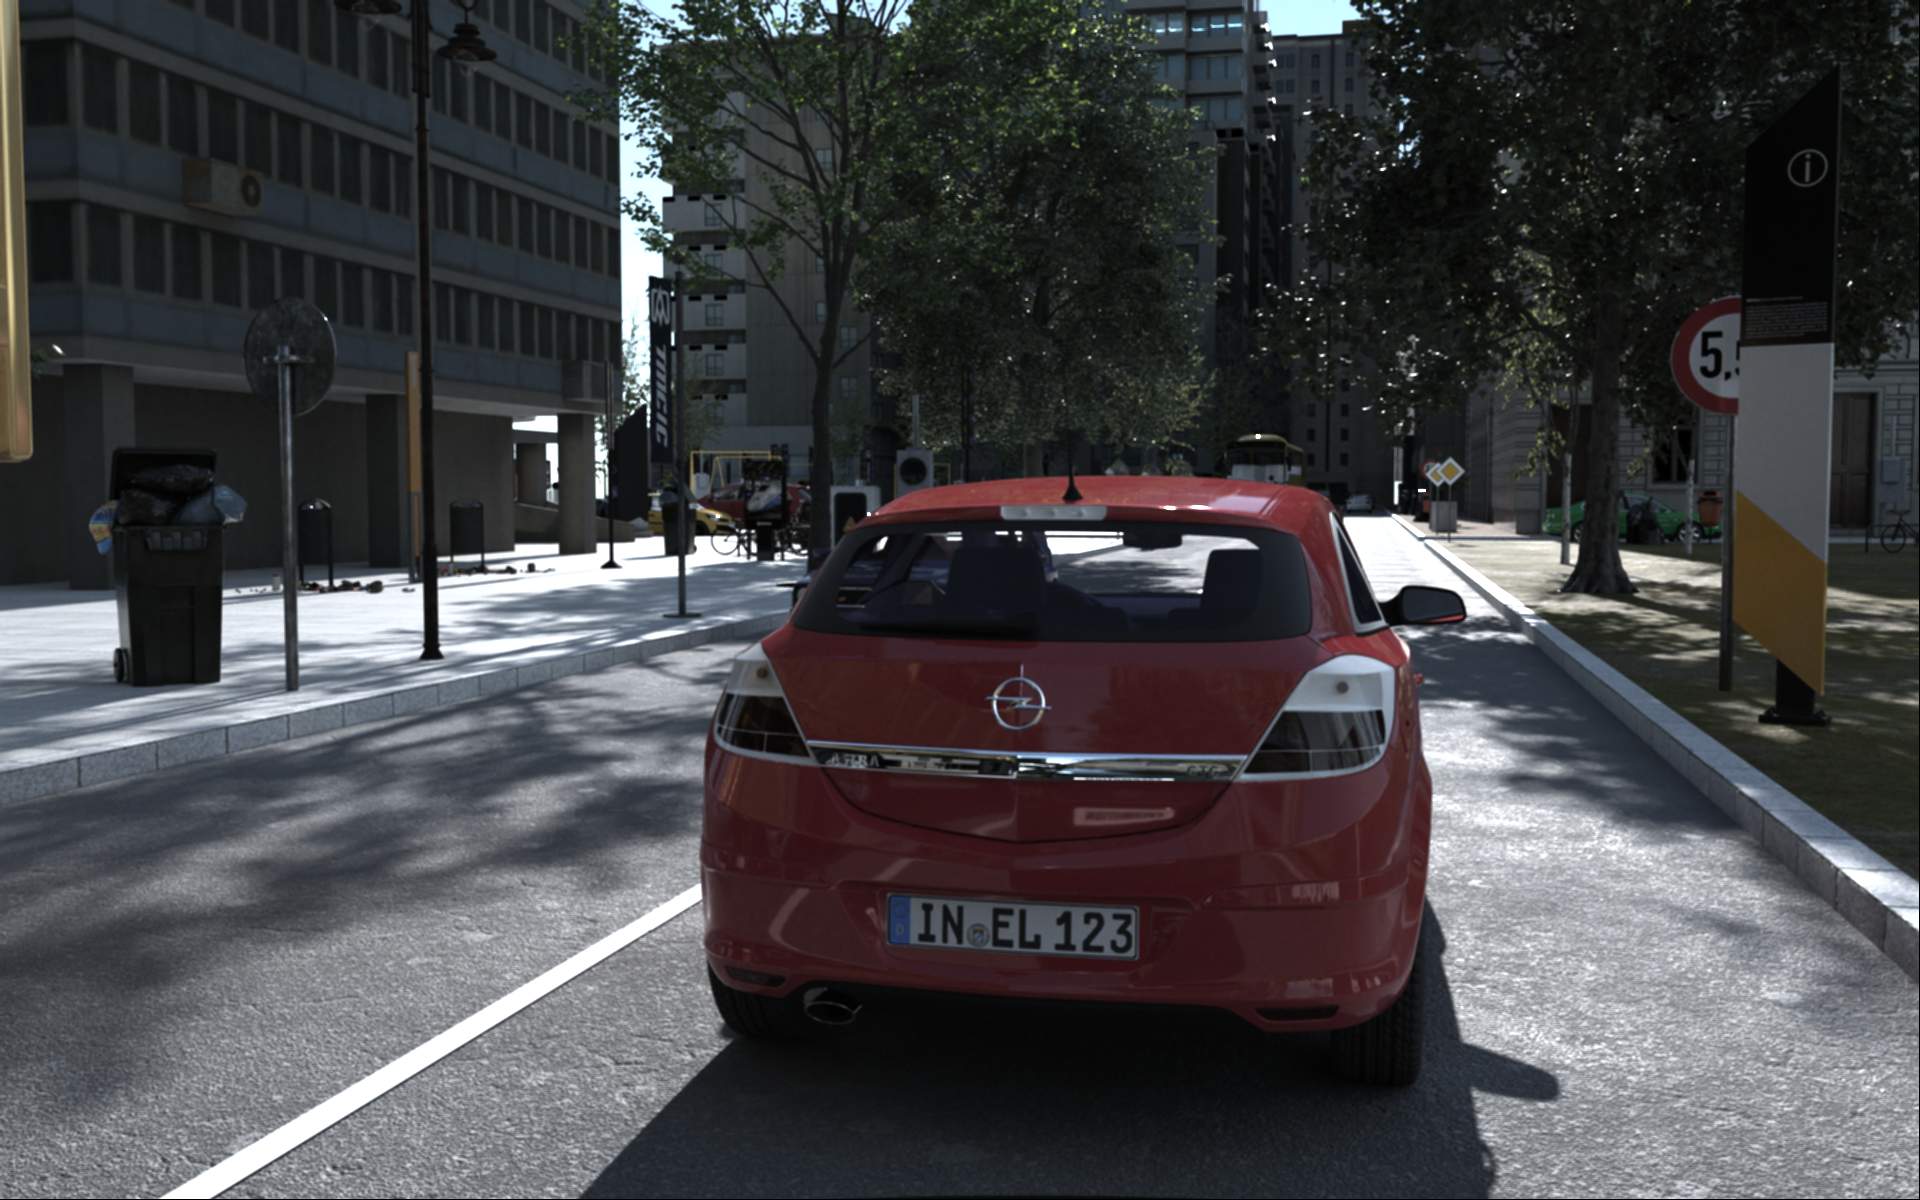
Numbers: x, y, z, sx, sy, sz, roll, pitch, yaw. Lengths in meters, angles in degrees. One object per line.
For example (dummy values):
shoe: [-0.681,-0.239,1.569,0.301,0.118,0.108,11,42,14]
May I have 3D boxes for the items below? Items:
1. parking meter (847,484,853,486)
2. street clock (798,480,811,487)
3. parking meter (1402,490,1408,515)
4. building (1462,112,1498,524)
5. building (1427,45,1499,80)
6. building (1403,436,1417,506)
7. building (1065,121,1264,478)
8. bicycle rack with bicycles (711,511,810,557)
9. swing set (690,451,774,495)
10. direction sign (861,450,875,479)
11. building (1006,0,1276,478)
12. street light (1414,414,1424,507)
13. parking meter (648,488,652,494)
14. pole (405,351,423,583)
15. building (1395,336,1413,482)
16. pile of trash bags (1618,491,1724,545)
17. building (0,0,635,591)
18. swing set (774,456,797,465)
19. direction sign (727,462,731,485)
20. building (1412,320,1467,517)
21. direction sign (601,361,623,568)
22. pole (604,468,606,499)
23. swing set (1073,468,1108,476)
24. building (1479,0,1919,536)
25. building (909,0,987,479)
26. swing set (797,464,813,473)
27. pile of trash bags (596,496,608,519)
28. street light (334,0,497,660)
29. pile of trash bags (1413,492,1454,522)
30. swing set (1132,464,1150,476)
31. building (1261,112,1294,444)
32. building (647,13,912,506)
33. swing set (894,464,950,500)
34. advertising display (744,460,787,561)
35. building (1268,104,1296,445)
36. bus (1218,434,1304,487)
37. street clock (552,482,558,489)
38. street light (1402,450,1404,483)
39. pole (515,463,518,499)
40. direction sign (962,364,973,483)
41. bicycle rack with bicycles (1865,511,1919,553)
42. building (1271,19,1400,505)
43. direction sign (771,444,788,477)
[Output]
parking meter: [-6.255,-5.657,98.200,0.399,1.863,0.255,-1,4,-14]
street clock: [-7.908,-5.059,87.284,0.471,2.002,0.358,1,4,11]
parking meter: [27.677,-6.067,107.609,0.372,1.533,0.369,0,3,0]
building: [31.415,-14.818,84.073,13.314,21.916,24.055,1,4,13]
building: [42.710,-27.506,133.322,14.154,41.232,14.086,1,4,13]
building: [58.447,-53.044,179.933,22.319,86.520,31.000,1,4,13]
building: [16.529,-22.399,137.920,14.160,30.474,14.107,1,4,13]
bicycle rack with bicycles: [-3.776,-1.399,36.260,2.925,0.926,2.852,0,4,2]
swing set: [-8.490,-4.015,63.269,3.119,2.851,2.862,0,4,-5]
direction sign: [-4.738,-5.950,89.287,0.876,3.537,0.379,2,4,34]
building: [17.514,-33.104,160.859,23.786,49.044,30.456,1,4,13]
street light: [23.470,-7.091,88.725,0.468,5.910,1.993,1,4,13]
parking meter: [-12.242,-3.639,67.914,0.372,1.533,0.369,0,3,0]
pole: [-7.841,-1.897,24.867,0.158,3.312,0.155,0,3,0]
building: [61.237,-32.446,214.089,14.086,41.232,14.154,1,4,13]
pile of trash bags: [17.714,-2.121,44.433,3.447,1.369,1.912,2,4,28]
building: [-20.099,-20.884,33.335,23.993,40.220,32.217,1,4,13]
swing set: [-8.858,-4.527,71.644,3.119,2.851,2.862,1,4,16]
direction sign: [-16.574,-8.092,124.294,0.379,3.537,0.876,1,4,11]
building: [36.750,-17.840,110.745,14.314,24.678,30.058,1,4,13]
direction sign: [-6.040,-2.320,29.929,0.379,3.537,0.876,0,4,-5]
pole: [-27.585,-8.607,134.573,0.158,3.312,0.155,0,3,0]
swing set: [8.227,-6.400,102.265,3.119,2.851,2.862,0,4,5]
building: [28.353,-13.519,57.195,21.152,22.565,11.583,1,4,13]
building: [8.884,-40.122,197.990,28.212,58.520,21.231,1,4,13]
swing set: [-8.611,-5.681,90.507,3.119,2.851,2.862,0,4,-6]
pile of trash bags: [-17.652,-4.664,86.013,3.447,1.369,1.912,-2,4,-26]
street light: [-4.116,-2.479,13.318,0.468,5.910,1.993,1,4,13]
pile of trash bags: [21.703,-4.264,79.475,1.912,1.369,3.447,2,4,24]
swing set: [9.794,-5.665,90.236,2.862,2.851,3.119,0,4,7]
building: [27.384,-30.461,181.623,14.154,41.232,14.086,1,4,13]
building: [-19.149,-37.392,200.603,27.495,52.752,28.713,1,4,13]
swing set: [-2.083,-5.668,90.294,3.119,2.851,2.862,0,4,-1]
advertising display: [-3.756,-1.725,33.413,0.974,1.923,0.123,2,4,33]
building: [30.505,-33.449,197.008,14.200,45.320,14.600,1,4,13]
bus: [13.234,-5.094,74.835,2.896,3.916,12.252,1,4,15]
street clock: [-24.400,-6.121,104.645,0.471,2.002,0.358,-2,4,-26]
street light: [32.185,-9.364,125.887,0.468,5.910,1.993,1,4,13]
pole: [-25.663,-6.510,100.276,0.158,3.312,0.155,0,3,0]
direction sign: [0.132,-2.359,30.574,0.379,3.537,0.876,1,4,12]
bicycle rack with bicycles: [21.149,-1.460,37.257,2.925,0.926,2.852,-1,4,-20]
building: [41.276,-41.533,221.071,28.212,58.520,21.231,1,4,13]
direction sign: [-8.207,-5.315,78.902,0.876,3.537,0.379,1,4,23]
